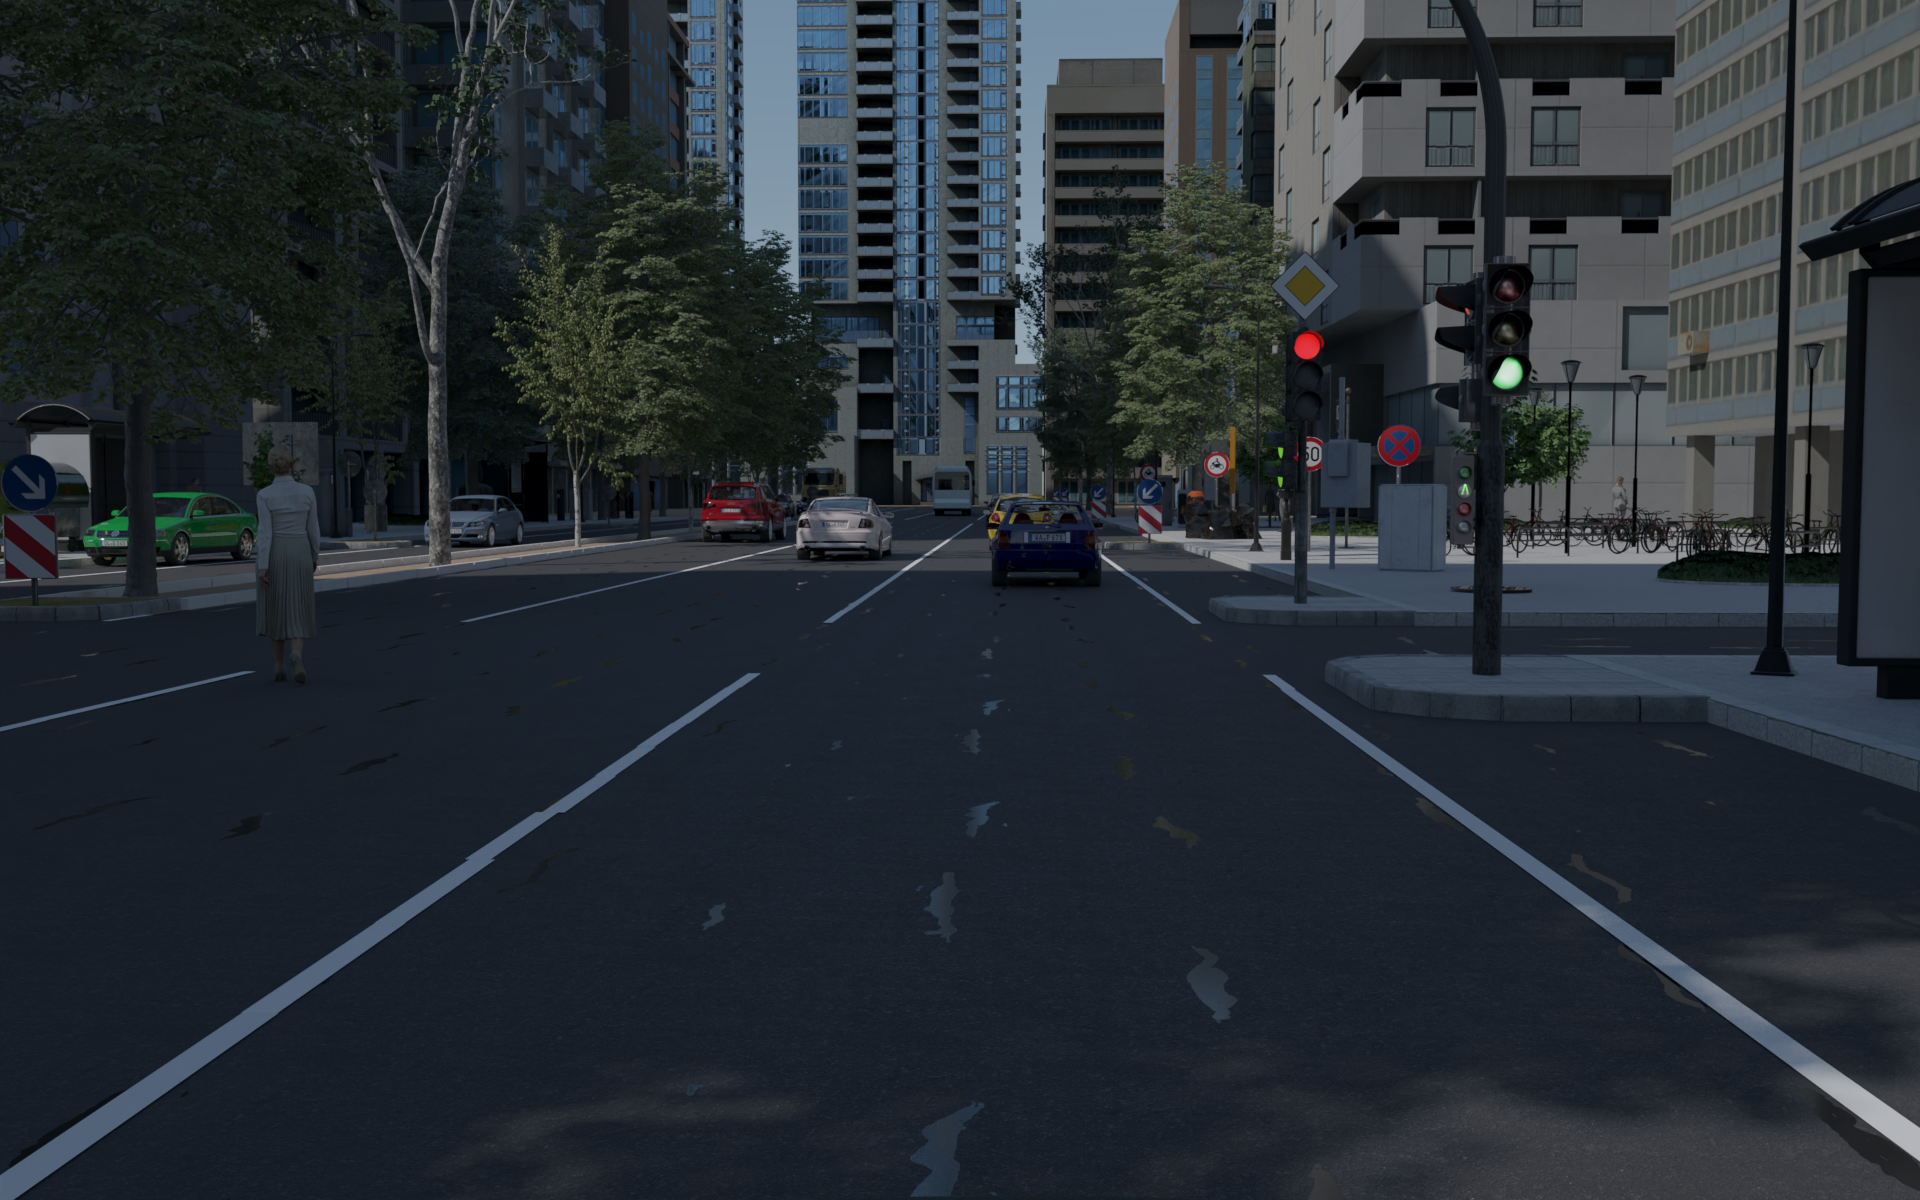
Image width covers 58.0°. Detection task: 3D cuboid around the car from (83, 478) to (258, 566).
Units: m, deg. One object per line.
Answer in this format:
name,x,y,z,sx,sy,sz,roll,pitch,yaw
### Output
car,-16.351,-1.666,36.044,1.959,1.807,4.718,0,4,3

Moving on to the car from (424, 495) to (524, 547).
car,-13.414,-2.206,48.071,2.014,1.417,4.499,0,4,1

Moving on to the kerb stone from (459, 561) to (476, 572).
kerb stone,-9.221,-0.604,32.068,0.120,0.150,1.000,0,4,2

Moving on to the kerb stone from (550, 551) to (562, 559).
kerb stone,-9.022,-0.974,38.217,0.120,0.150,1.000,0,4,2

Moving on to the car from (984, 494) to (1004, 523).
car,2.256,-4.655,87.903,2.131,1.459,4.920,0,4,2

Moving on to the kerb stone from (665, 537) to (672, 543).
kerb stone,-8.628,-1.733,50.537,0.120,0.150,1.000,0,4,2

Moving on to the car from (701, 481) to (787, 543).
car,-6.547,-2.698,52.780,2.281,1.827,5.304,0,4,2

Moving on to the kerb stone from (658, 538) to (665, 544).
kerb stone,-8.656,-1.671,49.515,0.120,0.150,1.000,0,4,2

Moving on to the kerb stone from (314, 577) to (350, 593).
kerb stone,-9.417,-0.226,25.912,0.120,0.150,1.000,0,4,2

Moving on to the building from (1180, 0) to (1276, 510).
building,29.546,-50.028,130.622,22.319,86.520,31.000,0,4,2

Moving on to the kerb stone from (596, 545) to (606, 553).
kerb stone,-8.886,-1.231,42.337,0.120,0.150,1.000,0,4,2

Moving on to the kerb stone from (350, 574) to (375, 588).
kerb stone,-9.379,-0.290,26.940,0.120,0.150,1.000,0,4,2

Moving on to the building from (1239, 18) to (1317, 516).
building,24.527,-20.639,109.153,14.160,30.474,14.107,0,4,2

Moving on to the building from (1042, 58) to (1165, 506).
building,20.127,-35.051,196.790,21.600,48.544,21.300,0,4,2

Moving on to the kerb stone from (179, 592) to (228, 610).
kerb stone,-9.549,0.024,21.825,0.120,0.150,1.000,0,4,2

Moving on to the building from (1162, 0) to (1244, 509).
building,25.705,-30.867,154.790,14.600,45.320,14.200,0,4,2

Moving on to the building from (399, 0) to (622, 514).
building,-35.825,-30.125,112.147,23.786,49.044,30.456,0,4,2

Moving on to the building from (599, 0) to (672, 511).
building,-30.854,-29.634,134.620,14.600,45.320,14.200,0,4,2

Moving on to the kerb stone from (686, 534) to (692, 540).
kerb stone,-8.529,-1.921,53.608,0.120,0.150,1.000,0,4,2

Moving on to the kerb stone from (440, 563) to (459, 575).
kerb stone,-9.247,-0.541,31.046,0.120,0.150,1.000,0,4,2

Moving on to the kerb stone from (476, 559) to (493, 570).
kerb stone,-9.174,-0.666,33.089,0.120,0.150,1.000,0,4,2

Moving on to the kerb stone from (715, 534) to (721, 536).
kerb stone,-8.323,-2.298,59.773,0.120,0.150,1.000,0,4,2

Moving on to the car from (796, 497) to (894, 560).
car,-2.573,-1.632,39.051,2.083,1.381,4.827,0,4,2

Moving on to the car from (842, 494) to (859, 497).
car,-9.109,-8.165,142.299,1.959,1.807,4.718,0,4,2

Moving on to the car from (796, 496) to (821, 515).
car,-10.471,-6.667,121.582,1.945,1.354,3.894,0,4,2

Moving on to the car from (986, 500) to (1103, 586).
car,1.382,-0.958,28.250,1.945,1.354,3.894,0,4,2

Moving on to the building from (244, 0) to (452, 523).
building,-36.185,-39.356,81.719,20.563,71.187,20.611,0,4,2

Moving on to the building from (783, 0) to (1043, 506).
building,-6.150,-54.098,197.180,31.000,86.520,22.319,0,4,2

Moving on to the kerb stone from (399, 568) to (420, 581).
kerb stone,-9.318,-0.415,28.986,0.120,0.150,1.000,0,4,2

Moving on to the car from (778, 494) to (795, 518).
car,-11.066,-5.839,105.251,2.009,1.686,4.222,0,4,1

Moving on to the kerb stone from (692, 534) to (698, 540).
kerb stone,-8.490,-1.984,54.632,0.120,0.150,1.000,0,4,2

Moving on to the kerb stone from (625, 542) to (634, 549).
kerb stone,-8.790,-1.420,45.417,0.120,0.150,1.000,0,4,2

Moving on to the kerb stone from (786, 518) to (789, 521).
kerb stone,-9.381,-4.305,92.587,0.120,0.150,1.000,0,4,2

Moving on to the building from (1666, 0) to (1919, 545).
building,32.429,-21.332,40.662,23.993,40.220,32.217,0,4,2

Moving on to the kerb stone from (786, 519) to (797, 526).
kerb stone,-7.700,-3.488,79.244,0.120,0.150,1.000,0,4,2

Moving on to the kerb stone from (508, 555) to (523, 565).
kerb stone,-9.114,-0.792,35.148,0.120,0.150,1.000,0,4,2

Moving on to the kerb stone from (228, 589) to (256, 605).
kerb stone,-9.519,-0.036,22.847,0.120,0.150,1.000,0,4,2

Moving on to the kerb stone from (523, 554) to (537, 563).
kerb stone,-9.079,-0.855,36.173,0.120,0.150,1.000,0,4,2

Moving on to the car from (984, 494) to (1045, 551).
car,1.611,-2.143,45.258,2.015,1.641,3.980,0,4,2

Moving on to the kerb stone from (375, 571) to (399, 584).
kerb stone,-9.342,-0.353,27.962,0.120,0.150,1.000,0,4,2

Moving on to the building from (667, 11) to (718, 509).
building,-37.337,-30.521,153.647,28.867,44.769,22.147,0,4,2

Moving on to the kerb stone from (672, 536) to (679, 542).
kerb stone,-8.593,-1.796,51.562,0.120,0.150,1.000,0,4,2

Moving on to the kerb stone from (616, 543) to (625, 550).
kerb stone,-8.819,-1.358,44.395,0.120,0.150,1.000,0,4,2

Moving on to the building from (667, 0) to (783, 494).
building,-37.747,-54.145,197.944,31.000,86.520,22.319,0,4,2

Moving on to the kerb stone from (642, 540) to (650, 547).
kerb stone,-8.726,-1.546,47.466,0.120,0.150,1.000,0,4,2

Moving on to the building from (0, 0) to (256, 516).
building,-37.436,-31.057,49.778,21.231,58.520,28.212,0,4,2

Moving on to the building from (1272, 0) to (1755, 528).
building,29.686,-29.909,78.253,28.713,52.752,27.495,0,4,2

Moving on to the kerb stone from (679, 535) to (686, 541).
kerb stone,-8.562,-1.858,52.587,0.120,0.150,1.000,0,4,2

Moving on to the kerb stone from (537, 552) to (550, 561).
kerb stone,-9.057,-0.917,37.195,0.120,0.150,1.000,0,4,2

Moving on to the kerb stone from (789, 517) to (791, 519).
kerb stone,-9.309,-4.429,94.640,0.120,0.150,1.000,0,4,2

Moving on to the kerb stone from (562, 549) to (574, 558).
kerb stone,-8.987,-1.042,39.239,0.120,0.150,1.000,0,4,2

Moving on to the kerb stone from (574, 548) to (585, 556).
kerb stone,-8.953,-1.105,40.268,0.120,0.150,1.000,0,4,2

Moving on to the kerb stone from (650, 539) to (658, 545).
kerb stone,-8.693,-1.608,48.487,0.120,0.150,1.000,0,4,2

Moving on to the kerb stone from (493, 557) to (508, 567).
kerb stone,-9.158,-0.729,34.119,0.120,0.150,1.000,0,4,2

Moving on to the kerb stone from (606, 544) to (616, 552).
kerb stone,-8.851,-1.293,43.363,0.120,0.150,1.000,0,4,2

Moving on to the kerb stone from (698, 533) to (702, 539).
kerb stone,-8.457,-2.046,55.654,0.120,0.150,1.000,0,4,2

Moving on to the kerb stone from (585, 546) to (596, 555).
kerb stone,-8.919,-1.167,41.308,0.120,0.150,1.000,0,4,2

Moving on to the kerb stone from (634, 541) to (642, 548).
kerb stone,-8.751,-1.483,46.439,0.120,0.150,1.000,0,4,2

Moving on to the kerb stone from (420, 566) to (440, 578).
kerb stone,-9.278,-0.476,30.016,0.120,0.150,1.000,0,4,2
